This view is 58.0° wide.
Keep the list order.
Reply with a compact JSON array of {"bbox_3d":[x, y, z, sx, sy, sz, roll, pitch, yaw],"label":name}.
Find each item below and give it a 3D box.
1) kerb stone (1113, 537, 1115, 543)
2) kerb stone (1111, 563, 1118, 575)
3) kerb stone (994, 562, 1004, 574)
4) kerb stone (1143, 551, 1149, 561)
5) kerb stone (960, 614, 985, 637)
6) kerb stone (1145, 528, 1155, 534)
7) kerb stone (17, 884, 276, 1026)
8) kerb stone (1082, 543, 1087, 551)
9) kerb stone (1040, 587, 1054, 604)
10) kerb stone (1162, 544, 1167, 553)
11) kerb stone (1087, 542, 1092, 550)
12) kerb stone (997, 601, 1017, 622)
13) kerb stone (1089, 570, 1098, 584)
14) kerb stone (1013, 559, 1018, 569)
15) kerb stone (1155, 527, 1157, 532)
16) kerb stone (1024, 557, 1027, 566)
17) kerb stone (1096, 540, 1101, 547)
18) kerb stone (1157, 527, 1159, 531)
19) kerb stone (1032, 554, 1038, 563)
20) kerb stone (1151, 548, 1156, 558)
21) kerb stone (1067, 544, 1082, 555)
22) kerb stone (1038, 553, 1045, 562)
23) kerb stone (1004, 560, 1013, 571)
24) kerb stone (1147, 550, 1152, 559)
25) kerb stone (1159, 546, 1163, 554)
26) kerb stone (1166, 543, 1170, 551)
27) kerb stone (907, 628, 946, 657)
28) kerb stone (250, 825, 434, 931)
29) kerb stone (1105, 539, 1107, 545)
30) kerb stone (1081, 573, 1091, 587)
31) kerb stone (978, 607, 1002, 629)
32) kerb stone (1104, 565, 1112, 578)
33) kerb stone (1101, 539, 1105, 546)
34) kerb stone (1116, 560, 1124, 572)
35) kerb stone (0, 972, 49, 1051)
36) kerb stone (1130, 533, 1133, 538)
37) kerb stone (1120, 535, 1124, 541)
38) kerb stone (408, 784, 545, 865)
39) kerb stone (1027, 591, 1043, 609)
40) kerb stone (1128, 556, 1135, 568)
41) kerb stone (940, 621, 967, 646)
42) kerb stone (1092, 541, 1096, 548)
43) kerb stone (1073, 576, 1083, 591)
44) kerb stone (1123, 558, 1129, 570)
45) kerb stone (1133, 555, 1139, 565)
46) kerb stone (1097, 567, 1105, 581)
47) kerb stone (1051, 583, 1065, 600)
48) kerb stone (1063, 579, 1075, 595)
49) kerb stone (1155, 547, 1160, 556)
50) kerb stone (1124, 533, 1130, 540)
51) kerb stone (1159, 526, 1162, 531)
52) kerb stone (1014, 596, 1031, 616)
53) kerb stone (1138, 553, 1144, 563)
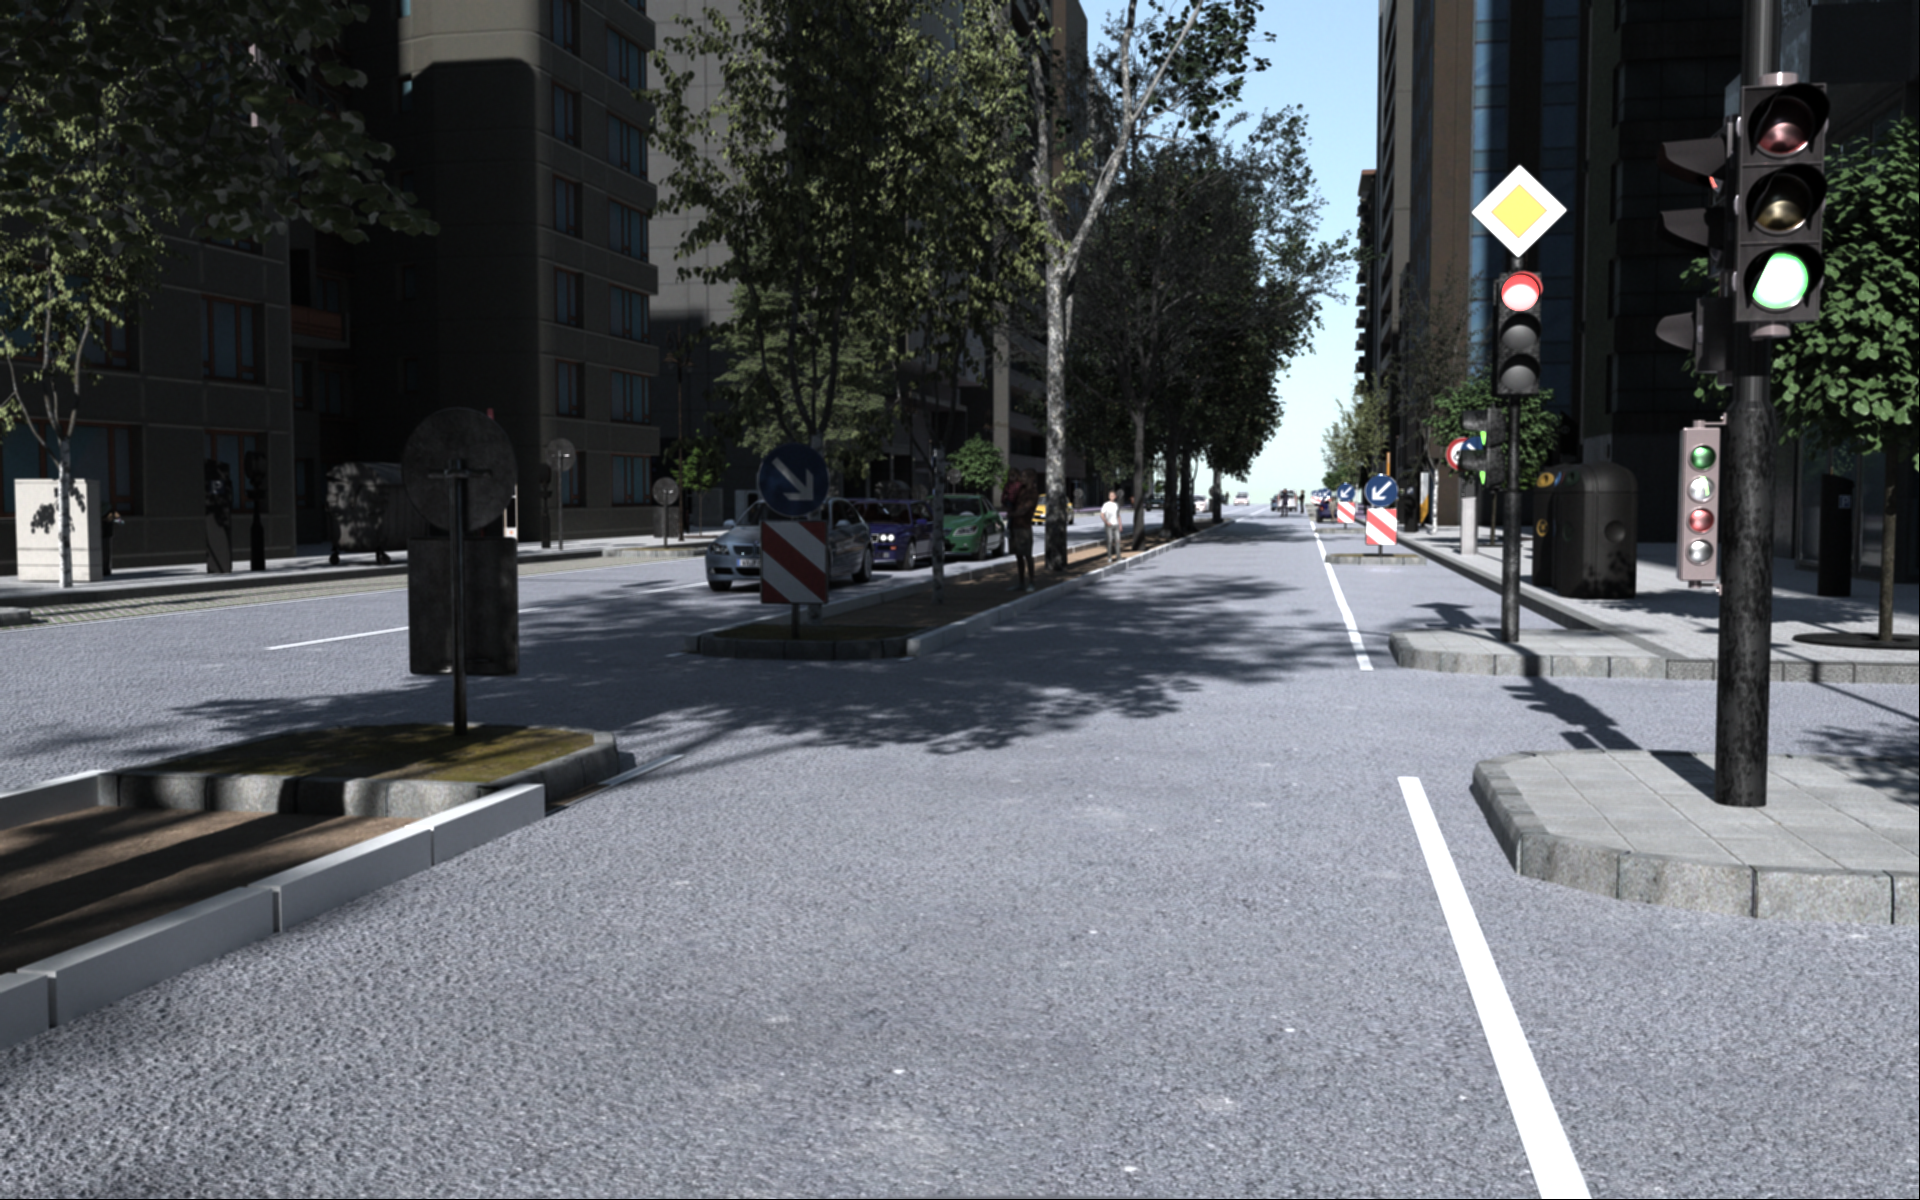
[{"bbox_3d":[4.373,-1.723,50.369,0.120,0.150,1.000,1,4,11],"label":"kerb stone"},{"bbox_3d":[2.655,-0.526,30.801,0.120,0.150,1.000,1,4,11],"label":"kerb stone"},{"bbox_3d":[0.613,-0.555,31.276,0.120,0.150,1.000,1,4,11],"label":"kerb stone"},{"bbox_3d":[3.855,-0.896,36.844,0.120,0.150,1.000,1,4,11],"label":"kerb stone"},{"bbox_3d":[0.084,0.276,17.730,0.120,0.150,1.000,1,4,11],"label":"kerb stone"},{"bbox_3d":[6.949,-2.523,63.442,0.120,0.150,1.000,1,4,11],"label":"kerb stone"},{"bbox_3d":[-2.391,1.042,5.158,0.120,0.150,1.000,1,4,11],"label":"kerb stone"},{"bbox_3d":[2.992,-1.294,43.348,0.120,0.150,1.000,1,4,11],"label":"kerb stone"},{"bbox_3d":[1.073,-0.034,22.752,0.120,0.150,1.000,1,4,11],"label":"kerb stone"},{"bbox_3d":[4.842,-1.204,41.877,0.120,0.150,1.000,1,4,11],"label":"kerb stone"},{"bbox_3d":[3.192,-1.355,44.350,0.120,0.150,1.000,1,4,11],"label":"kerb stone"},{"bbox_3d":[0.482,0.150,19.743,0.120,0.150,1.000,1,4,11],"label":"kerb stone"},{"bbox_3d":[2.058,-0.341,27.790,0.120,0.150,1.000,1,4,11],"label":"kerb stone"},{"bbox_3d":[1.009,-0.678,33.292,0.120,0.150,1.000,1,4,11],"label":"kerb stone"},{"bbox_3d":[7.147,-2.584,64.444,0.120,0.150,1.000,1,4,11],"label":"kerb stone"},{"bbox_3d":[1.211,-0.740,34.294,0.120,0.150,1.000,1,4,11],"label":"kerb stone"},{"bbox_3d":[3.582,-1.478,46.358,0.120,0.150,1.000,1,4,11],"label":"kerb stone"},{"bbox_3d":[7.341,-2.645,65.448,0.120,0.150,1.000,1,4,11],"label":"kerb stone"},{"bbox_3d":[1.403,-0.799,35.301,0.120,0.150,1.000,1,4,11],"label":"kerb stone"},{"bbox_3d":[4.245,-1.019,38.852,0.120,0.150,1.000,1,4,11],"label":"kerb stone"},{"bbox_3d":[2.793,-1.232,42.344,0.120,0.150,1.000,1,4,11],"label":"kerb stone"},{"bbox_3d":[1.605,-0.861,36.311,0.120,0.150,1.000,1,4,11],"label":"kerb stone"},{"bbox_3d":[0.807,-0.616,32.281,0.120,0.150,1.000,1,4,11],"label":"kerb stone"},{"bbox_3d":[4.044,-0.957,37.850,0.120,0.150,1.000,1,4,11],"label":"kerb stone"},{"bbox_3d":[4.640,-1.138,40.868,0.120,0.150,1.000,1,4,11],"label":"kerb stone"},{"bbox_3d":[5.048,-1.266,42.887,0.120,0.150,1.000,1,4,11],"label":"kerb stone"},{"bbox_3d":[-0.313,0.396,15.724,0.120,0.150,1.000,1,4,11],"label":"kerb stone"},{"bbox_3d":[-2.186,0.981,6.172,0.120,0.150,1.000,1,4,11],"label":"kerb stone"},{"bbox_3d":[3.977,-1.601,48.364,0.120,0.150,1.000,1,4,11],"label":"kerb stone"},{"bbox_3d":[1.869,-0.275,26.786,0.120,0.150,1.000,1,4,11],"label":"kerb stone"},{"bbox_3d":[0.278,0.212,18.733,0.120,0.150,1.000,1,4,11],"label":"kerb stone"},{"bbox_3d":[2.457,-0.464,29.798,0.120,0.150,1.000,1,4,11],"label":"kerb stone"},{"bbox_3d":[3.785,-1.535,47.360,0.120,0.150,1.000,1,4,11],"label":"kerb stone"},{"bbox_3d":[2.856,-0.588,31.811,0.120,0.150,1.000,1,4,11],"label":"kerb stone"},{"bbox_3d":[-2.590,1.104,4.146,0.120,0.150,1.000,1,4,11],"label":"kerb stone"},{"bbox_3d":[5.368,-2.031,55.398,0.120,0.150,1.000,1,4,11],"label":"kerb stone"},{"bbox_3d":[4.770,-1.846,52.375,0.120,0.150,1.000,1,4,11],"label":"kerb stone"},{"bbox_3d":[-1.991,0.919,7.176,0.120,0.150,1.000,1,4,11],"label":"kerb stone"},{"bbox_3d":[0.873,0.027,21.750,0.120,0.150,1.000,1,4,11],"label":"kerb stone"},{"bbox_3d":[3.259,-0.708,33.820,0.120,0.150,1.000,1,4,11],"label":"kerb stone"},{"bbox_3d":[-0.114,0.334,16.727,0.120,0.150,1.000,1,4,11],"label":"kerb stone"},{"bbox_3d":[3.389,-1.414,45.353,0.120,0.150,1.000,1,4,11],"label":"kerb stone"},{"bbox_3d":[1.668,-0.219,25.774,0.120,0.150,1.000,1,4,11],"label":"kerb stone"},{"bbox_3d":[3.055,-0.647,32.818,0.120,0.150,1.000,1,4,11],"label":"kerb stone"},{"bbox_3d":[3.451,-0.773,34.829,0.120,0.150,1.000,1,4,11],"label":"kerb stone"},{"bbox_3d":[2.254,-0.403,28.793,0.120,0.150,1.000,1,4,11],"label":"kerb stone"},{"bbox_3d":[1.273,-0.096,23.762,0.120,0.150,1.000,1,4,11],"label":"kerb stone"},{"bbox_3d":[1.481,-0.157,24.769,0.120,0.150,1.000,1,4,11],"label":"kerb stone"},{"bbox_3d":[4.434,-1.080,39.859,0.120,0.150,1.000,1,4,11],"label":"kerb stone"},{"bbox_3d":[5.166,-1.969,54.395,0.120,0.150,1.000,1,4,11],"label":"kerb stone"},{"bbox_3d":[7.538,-2.707,66.451,0.120,0.150,1.000,1,4,11],"label":"kerb stone"},{"bbox_3d":[0.687,0.089,20.745,0.120,0.150,1.000,1,4,11],"label":"kerb stone"},{"bbox_3d":[3.648,-0.832,35.832,0.120,0.150,1.000,1,4,11],"label":"kerb stone"}]
